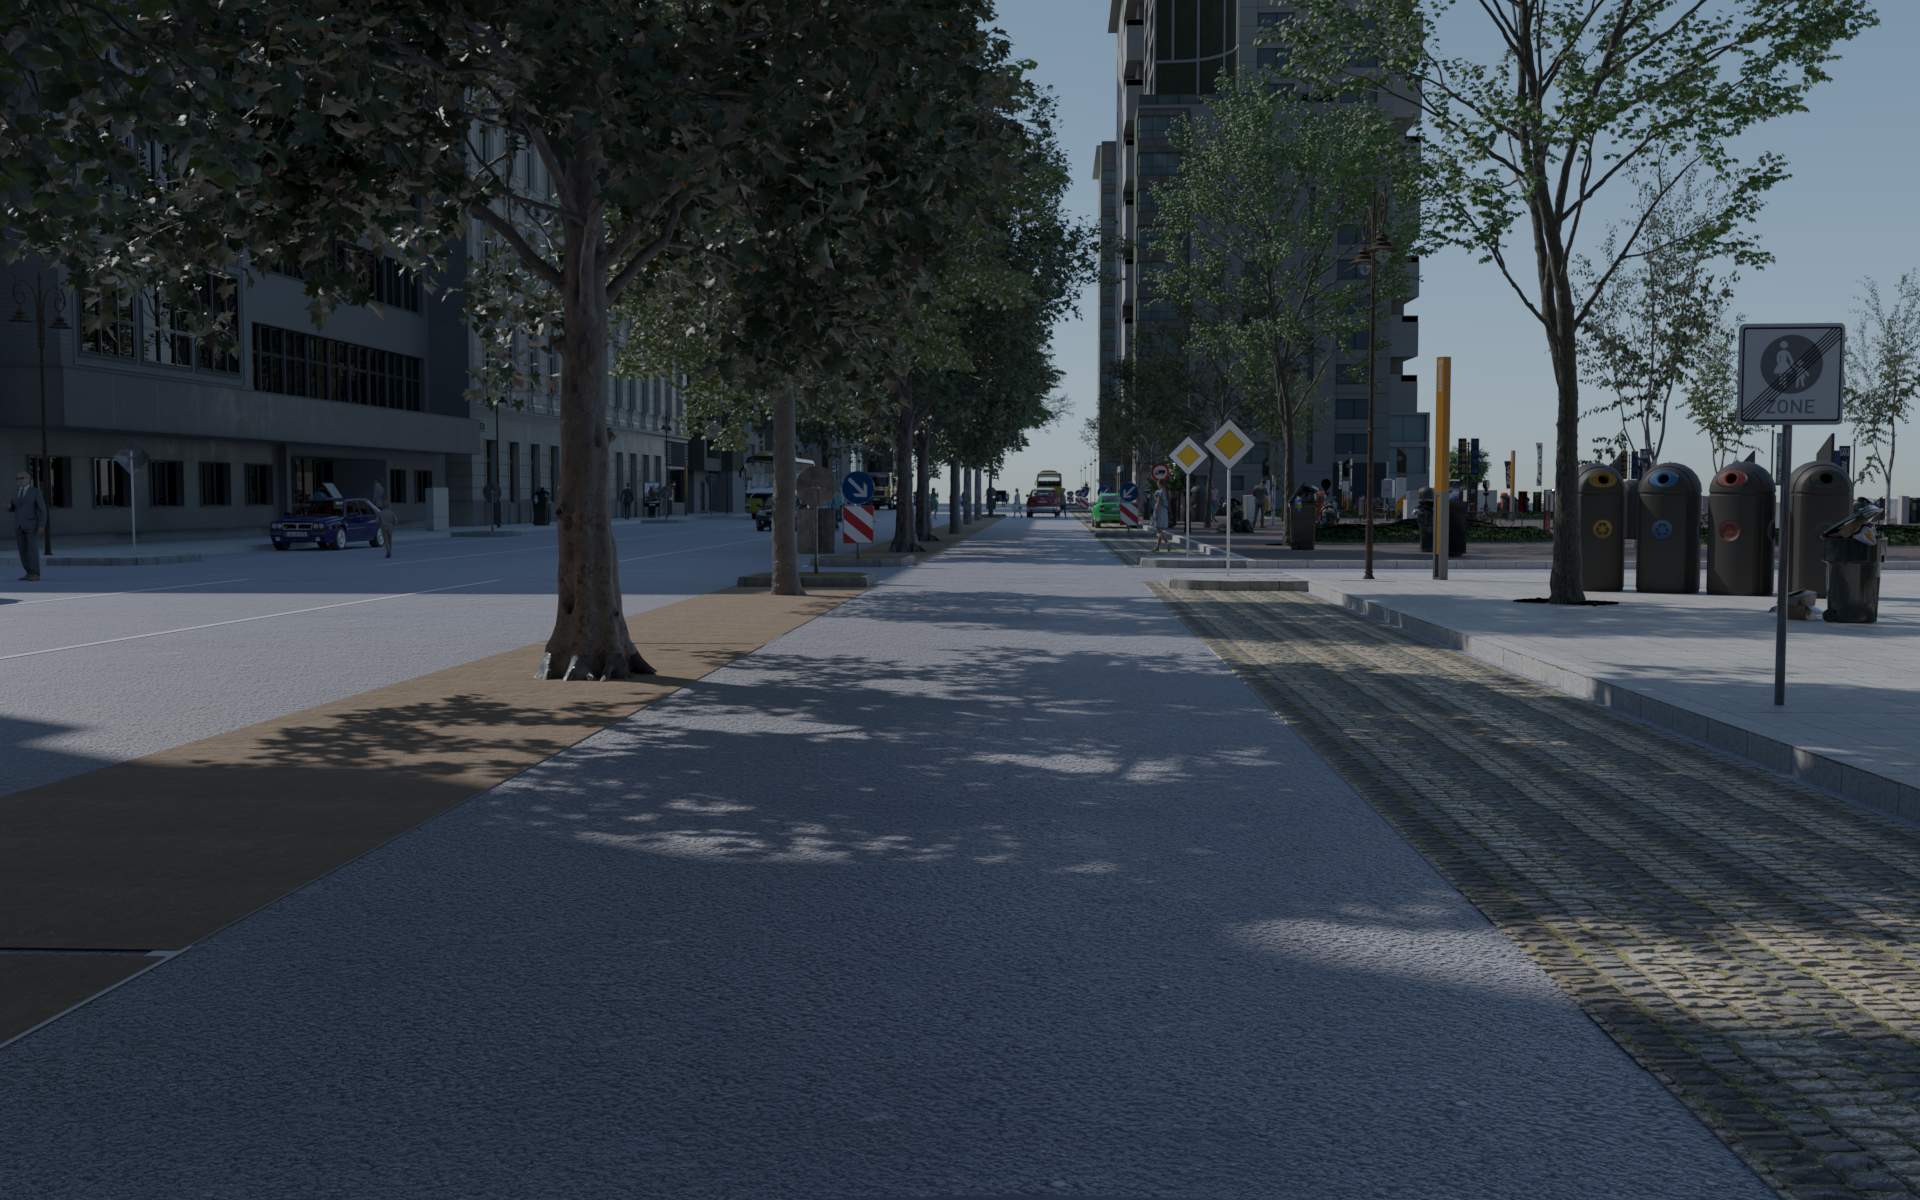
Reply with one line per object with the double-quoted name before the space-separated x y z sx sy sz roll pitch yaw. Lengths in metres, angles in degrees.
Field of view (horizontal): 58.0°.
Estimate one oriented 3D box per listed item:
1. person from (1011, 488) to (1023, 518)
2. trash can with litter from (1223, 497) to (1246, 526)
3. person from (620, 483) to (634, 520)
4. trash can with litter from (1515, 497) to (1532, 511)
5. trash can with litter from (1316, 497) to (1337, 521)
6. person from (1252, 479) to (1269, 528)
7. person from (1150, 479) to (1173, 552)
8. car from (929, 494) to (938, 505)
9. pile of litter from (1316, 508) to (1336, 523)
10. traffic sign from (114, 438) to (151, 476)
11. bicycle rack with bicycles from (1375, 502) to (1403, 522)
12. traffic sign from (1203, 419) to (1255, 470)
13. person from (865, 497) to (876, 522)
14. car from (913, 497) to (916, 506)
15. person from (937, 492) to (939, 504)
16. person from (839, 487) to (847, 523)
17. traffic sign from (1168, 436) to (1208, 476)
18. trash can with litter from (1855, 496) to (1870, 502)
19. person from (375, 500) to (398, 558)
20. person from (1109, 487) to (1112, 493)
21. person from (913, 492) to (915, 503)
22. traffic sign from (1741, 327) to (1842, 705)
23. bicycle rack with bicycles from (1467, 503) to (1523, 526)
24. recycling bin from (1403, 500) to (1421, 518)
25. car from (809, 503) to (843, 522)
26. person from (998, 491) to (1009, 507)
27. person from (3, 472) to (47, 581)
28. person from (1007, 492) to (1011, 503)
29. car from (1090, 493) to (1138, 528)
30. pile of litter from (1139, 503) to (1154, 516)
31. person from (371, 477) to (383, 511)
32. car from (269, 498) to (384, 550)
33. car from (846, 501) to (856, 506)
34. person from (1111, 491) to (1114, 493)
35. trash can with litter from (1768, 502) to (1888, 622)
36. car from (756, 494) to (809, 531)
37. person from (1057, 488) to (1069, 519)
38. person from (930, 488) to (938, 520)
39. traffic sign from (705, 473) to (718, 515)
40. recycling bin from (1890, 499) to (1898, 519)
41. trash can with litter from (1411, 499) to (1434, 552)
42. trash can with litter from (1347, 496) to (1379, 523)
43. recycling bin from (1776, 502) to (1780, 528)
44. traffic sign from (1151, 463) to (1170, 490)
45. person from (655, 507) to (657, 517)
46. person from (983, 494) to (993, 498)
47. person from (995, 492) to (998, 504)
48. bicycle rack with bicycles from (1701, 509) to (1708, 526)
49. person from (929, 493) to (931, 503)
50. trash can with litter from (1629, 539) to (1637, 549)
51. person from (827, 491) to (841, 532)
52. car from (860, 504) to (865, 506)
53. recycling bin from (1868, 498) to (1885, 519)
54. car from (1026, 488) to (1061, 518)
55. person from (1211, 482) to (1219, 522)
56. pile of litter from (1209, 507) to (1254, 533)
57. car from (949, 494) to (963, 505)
"person" 3.363 -5.670 101.559 0.624 1.780 0.694 3 4 36
"trash can with litter" 10.667 -3.388 66.780 1.055 1.170 0.624 -3 5 -42
"person" -16.760 -4.981 87.262 0.659 1.850 0.755 0 4 -5
"trash can with litter" 34.990 -5.856 107.139 0.624 1.170 1.055 3 4 37
"trash can with litter" 16.991 -4.228 80.513 1.055 1.170 0.624 2 4 26
"person" 11.299 -3.634 65.263 0.655 1.846 0.447 1 4 23
"person" 5.050 -2.103 42.986 0.616 1.811 0.778 -2 4 -32
"car" -3.873 -13.618 231.452 1.959 1.807 4.718 0 4 2
"pile of litter" 11.872 -2.508 54.968 1.719 0.858 1.176 0 4 -4
"traffic sign" -17.166 -2.064 35.935 0.795 2.593 0.064 0 4 3
"bicycle rack with bicycles" 20.802 -4.177 81.674 2.852 0.926 2.925 0 4 -4
"traffic sign" 4.181 -1.506 26.807 0.795 2.593 0.064 0 4 3
"person" -4.613 -4.921 88.320 0.474 1.900 0.648 -3 5 -43
"car" -4.841 -12.639 216.235 1.945 1.707 3.694 0 4 2
"person" -3.273 -14.573 247.447 0.721 1.739 1.217 1 4 22
"person" -5.993 -4.721 86.175 0.782 1.767 0.515 0 4 -5
"traffic sign" 4.598 -1.993 34.781 0.795 2.593 0.064 0 4 3
"trash can with litter" 41.903 -4.200 80.063 1.055 1.170 0.624 -1 4 -21
"person" -12.902 -1.602 38.960 0.475 1.303 0.640 -2 4 -32
"person" 12.615 -8.518 144.937 0.705 1.869 1.348 0 4 4
"person" -6.449 -14.128 240.434 0.436 1.711 0.756 1 4 20
"traffic sign" 4.983 -0.510 10.464 0.606 2.300 0.079 0 4 5
"bicycle rack with bicycles" 19.856 -3.209 65.854 2.925 0.926 2.852 -1 4 -19
"recycling bin" 20.219 -3.960 77.302 0.722 1.027 0.722 0 4 2
"car" -6.951 -4.833 91.016 2.014 1.417 4.499 0 4 2
"person" 4.817 -11.230 192.130 1.348 1.822 0.705 1 4 20
"person" -15.486 -1.222 28.652 0.661 1.801 0.590 0 4 3
"person" 7.485 -15.785 267.294 0.721 1.735 1.217 3 5 42
"car" 6.534 -3.955 73.453 1.959 1.807 4.718 0 4 1
"pile of litter" 11.079 -5.428 102.720 1.719 0.858 1.176 0 4 5
"person" -18.353 -2.943 54.350 0.473 1.802 0.592 2 4 25
"car" -16.492 -2.001 45.290 1.945 1.354 3.894 0 4 4
"car" -7.014 -5.394 100.779 1.945 1.354 3.894 0 4 3
"person" 13.047 -8.831 150.457 1.348 1.821 0.705 2 4 33
"trash can with litter" 8.727 -0.370 17.441 0.624 1.170 1.055 -3 5 -45
"car" -6.930 -3.580 68.320 2.009 1.686 4.222 0 4 4
"person" 5.939 -5.600 100.240 0.728 1.800 0.709 0 4 -8
"person" -1.485 -5.351 96.240 0.529 1.795 0.600 0 4 2
"traffic sign" -15.210 -6.475 105.978 0.768 2.556 0.104 0 4 5
"recycling bin" 47.746 -4.614 87.998 0.722 1.027 0.722 -2 4 -32
"trash can with litter" 10.532 -1.648 38.329 1.055 1.170 0.624 -3 4 -38
"trash can with litter" 18.052 -4.087 77.884 1.678 1.210 2.233 0 4 -8
"recycling bin" 25.560 -2.538 54.055 0.722 1.027 0.722 -3 4 -38
"traffic sign" 8.210 -4.341 71.082 0.768 2.556 0.104 0 4 3
"person" -16.823 -5.437 95.277 0.599 1.781 0.374 0 4 -2
"person" 3.823 -14.032 238.060 1.348 1.807 0.705 1 4 21
"person" 5.067 -14.160 240.734 1.217 1.735 0.721 -1 4 -23
"bicycle rack with bicycles" 25.211 -2.850 59.983 2.852 0.926 2.925 -2 4 -31
"person" -1.748 -4.853 88.040 0.606 1.804 0.583 0 4 -8
"trash can with litter" 16.318 -1.795 40.399 1.678 1.210 2.233 0 4 -3
"person" -4.750 -3.519 66.053 0.620 1.820 0.660 2 4 31
"car" -9.563 -10.247 177.317 2.009 1.686 4.222 0 4 4
"recycling bin" 47.327 -4.695 89.322 0.722 1.027 0.722 -1 4 -13
"car" 5.190 -6.045 107.507 2.281 1.827 5.304 0 4 4
"person" 11.444 -4.429 78.474 0.555 1.821 0.388 -1 4 -11
"pile of litter" 9.010 -2.655 57.376 1.719 0.858 1.176 -1 4 -13
"car" -0.504 -13.121 224.114 1.945 1.707 3.694 0 4 1
